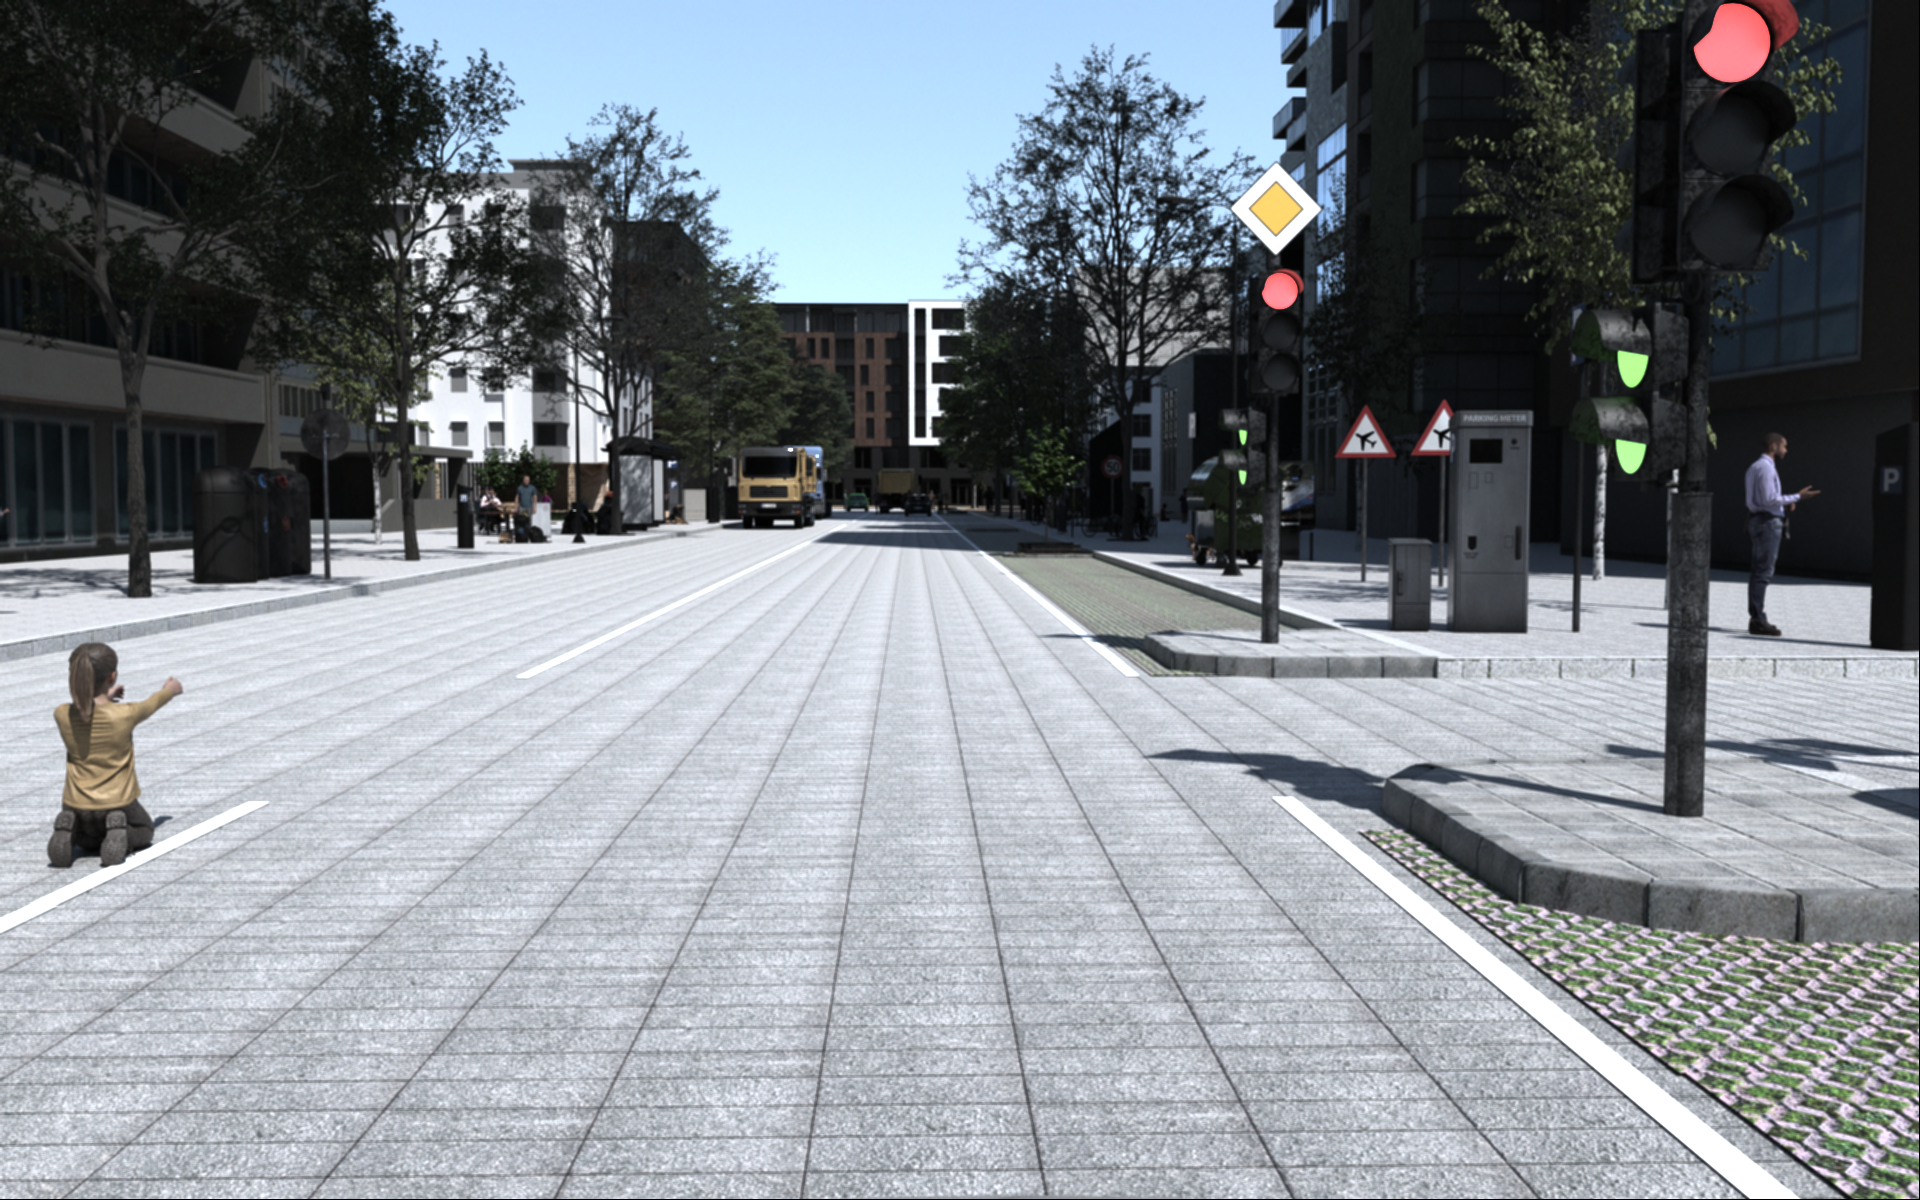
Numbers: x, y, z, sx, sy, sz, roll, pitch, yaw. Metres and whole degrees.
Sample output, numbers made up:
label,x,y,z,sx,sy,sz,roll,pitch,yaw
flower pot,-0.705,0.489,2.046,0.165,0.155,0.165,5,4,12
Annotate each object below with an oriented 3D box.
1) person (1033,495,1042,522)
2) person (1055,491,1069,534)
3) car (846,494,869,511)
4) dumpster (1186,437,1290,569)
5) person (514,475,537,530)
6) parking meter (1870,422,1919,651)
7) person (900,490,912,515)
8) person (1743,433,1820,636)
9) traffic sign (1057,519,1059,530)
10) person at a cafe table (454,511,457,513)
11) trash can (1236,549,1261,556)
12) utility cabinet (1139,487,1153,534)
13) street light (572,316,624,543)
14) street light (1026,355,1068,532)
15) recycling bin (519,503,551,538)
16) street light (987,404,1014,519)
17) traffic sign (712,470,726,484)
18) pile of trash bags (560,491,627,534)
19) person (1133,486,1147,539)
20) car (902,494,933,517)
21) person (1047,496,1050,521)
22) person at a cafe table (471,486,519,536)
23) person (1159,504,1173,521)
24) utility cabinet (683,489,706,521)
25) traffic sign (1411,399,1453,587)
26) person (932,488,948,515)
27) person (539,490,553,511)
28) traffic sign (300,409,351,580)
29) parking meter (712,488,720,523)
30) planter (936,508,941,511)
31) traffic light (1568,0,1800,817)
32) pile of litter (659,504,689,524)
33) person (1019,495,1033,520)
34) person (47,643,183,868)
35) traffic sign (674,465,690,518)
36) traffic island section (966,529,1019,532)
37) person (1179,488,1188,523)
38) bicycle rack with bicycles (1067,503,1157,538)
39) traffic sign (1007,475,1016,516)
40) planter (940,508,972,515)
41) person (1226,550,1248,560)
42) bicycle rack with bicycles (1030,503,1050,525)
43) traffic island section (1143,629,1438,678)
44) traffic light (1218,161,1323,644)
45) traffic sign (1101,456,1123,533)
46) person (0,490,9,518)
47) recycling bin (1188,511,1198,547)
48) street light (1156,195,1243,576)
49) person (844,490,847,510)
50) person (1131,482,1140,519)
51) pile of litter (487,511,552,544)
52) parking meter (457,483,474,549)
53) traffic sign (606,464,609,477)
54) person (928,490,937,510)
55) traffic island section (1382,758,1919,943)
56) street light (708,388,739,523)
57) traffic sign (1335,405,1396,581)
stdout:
label,x,y,z,sx,sy,sz,roll,pitch,yaw
person,3.670,-4.524,80.697,0.600,1.739,0.565,0,4,5
person,3.262,-2.989,55.644,0.376,1.734,0.841,0,4,-7
car,-8.536,-8.299,144.488,1.959,1.807,4.718,0,4,-1
dumpster,4.861,-1.703,30.336,1.502,2.255,1.985,0,4,-1
person,-12.080,-2.566,48.119,0.598,1.807,0.434,1,4,9
parking meter,7.746,-0.523,14.268,0.255,1.863,0.399,-1,4,-16
person,-3.475,-6.696,118.696,1.217,1.735,0.721,0,4,-2
person,7.512,-0.608,15.859,0.599,1.838,0.709,1,4,13
traffic sign,3.493,-3.767,61.703,0.768,2.556,0.104,0,4,5
person at a cafe table,-15.392,-2.897,55.887,1.698,1.524,1.622,-1,4,-12
trash can,5.917,-1.474,35.748,0.748,1.137,0.748,0,3,0
utility cabinet,5.900,-2.819,54.771,0.318,1.500,1.173,1,4,13
street light,-9.483,-4.455,45.382,1.470,5.913,1.316,0,4,-2
street light,2.913,-5.237,58.166,1.470,5.913,1.316,0,4,-2
recycling bin,-12.482,-2.343,50.860,0.722,1.027,0.722,-3,4,-36
street light,2.076,-7.133,89.171,1.470,5.913,1.316,0,4,-2
traffic sign,-12.450,-5.467,89.490,0.768,2.556,0.104,0,4,3
pile of trash bags,-11.788,-2.871,56.686,1.912,1.369,3.447,0,4,4
person,4.998,-2.472,48.999,0.613,1.512,0.480,0,4,7
car,-2.713,-6.242,111.850,2.009,1.686,4.222,0,4,-2
person,4.241,-4.450,79.621,0.655,1.722,0.431,-1,4,-18
person at a cafe table,-14.256,-2.756,53.570,1.622,1.524,1.698,1,4,23
person,9.744,-4.135,81.932,0.655,0.850,0.859,0,4,4
utility cabinet,-12.592,-4.476,81.864,1.173,1.500,0.318,-3,5,-41
traffic sign,6.648,-1.460,23.877,0.884,2.594,0.081,0,4,2
person,-1.384,-6.876,120.930,1.348,1.823,0.705,2,4,27
person,-15.557,-3.429,65.344,0.726,1.434,0.776,0,4,5
traffic sign,-9.465,-1.574,25.846,0.768,2.556,0.104,0,4,4
parking meter,-10.961,-4.230,77.576,0.372,1.533,0.369,0,3,0
planter,-1.015,-7.528,144.222,1.991,0.319,1.994,0,4,-2
traffic light,2.880,-1.095,6.826,0.839,4.253,0.868,0,4,-2
pile of litter,-12.245,-3.683,74.179,1.176,0.858,1.719,-3,5,-40
person,3.308,-4.616,84.708,0.799,1.438,0.628,0,4,2
person,-3.376,0.583,6.900,0.347,0.859,0.695,0,4,-6
traffic sign,-12.288,-4.673,76.510,0.768,2.556,0.104,0,4,8
traffic island section,1.221,-2.669,66.510,1.991,0.108,1.994,0,4,-2
person,9.825,-4.131,75.957,0.453,1.535,0.546,1,4,10
bicycle rack with bicycles,4.789,-2.328,51.453,2.925,0.926,2.852,-3,5,-43
traffic sign,2.734,-5.397,90.373,0.606,2.300,0.079,0,4,4
planter,-0.216,-5.844,116.696,1.991,0.319,1.994,0,4,-2
person,5.416,-1.656,33.798,0.565,1.739,0.600,-3,5,-40
bicycle rack with bicycles,4.212,-3.523,70.979,2.925,0.926,2.852,-1,4,-21
traffic island section,2.692,0.450,14.923,2.009,0.180,2.903,0,4,-2
traffic light,2.652,-1.583,14.808,0.839,4.253,0.868,0,4,-2
traffic sign,5.054,-3.498,57.298,0.768,2.556,0.104,0,4,6
person,-15.479,-1.119,27.533,0.628,1.438,0.799,-2,4,-25
recycling bin,6.013,-1.802,42.021,0.722,1.027,0.722,2,4,35
street light,3.748,-3.338,27.116,1.470,5.913,1.316,0,4,-2
person,-10.458,-9.162,158.379,0.705,1.814,1.350,0,4,-1
person,6.833,-3.691,66.943,0.990,1.755,0.434,0,4,3
pile of litter,-11.605,-1.927,45.470,1.719,0.858,1.176,-1,4,-11
parking meter,-11.659,-1.983,40.829,0.372,1.533,0.369,0,3,0
traffic sign,-13.035,-4.011,65.679,0.768,2.556,0.104,0,4,4
person,-2.492,-8.735,151.870,0.990,1.755,0.434,1,4,18
traffic island section,2.921,0.938,6.941,2.009,0.180,2.903,0,4,-2
street light,-10.380,-6.321,75.891,1.470,5.913,1.316,0,4,-2
traffic sign,5.936,-1.554,25.411,0.884,2.594,0.081,0,4,5
